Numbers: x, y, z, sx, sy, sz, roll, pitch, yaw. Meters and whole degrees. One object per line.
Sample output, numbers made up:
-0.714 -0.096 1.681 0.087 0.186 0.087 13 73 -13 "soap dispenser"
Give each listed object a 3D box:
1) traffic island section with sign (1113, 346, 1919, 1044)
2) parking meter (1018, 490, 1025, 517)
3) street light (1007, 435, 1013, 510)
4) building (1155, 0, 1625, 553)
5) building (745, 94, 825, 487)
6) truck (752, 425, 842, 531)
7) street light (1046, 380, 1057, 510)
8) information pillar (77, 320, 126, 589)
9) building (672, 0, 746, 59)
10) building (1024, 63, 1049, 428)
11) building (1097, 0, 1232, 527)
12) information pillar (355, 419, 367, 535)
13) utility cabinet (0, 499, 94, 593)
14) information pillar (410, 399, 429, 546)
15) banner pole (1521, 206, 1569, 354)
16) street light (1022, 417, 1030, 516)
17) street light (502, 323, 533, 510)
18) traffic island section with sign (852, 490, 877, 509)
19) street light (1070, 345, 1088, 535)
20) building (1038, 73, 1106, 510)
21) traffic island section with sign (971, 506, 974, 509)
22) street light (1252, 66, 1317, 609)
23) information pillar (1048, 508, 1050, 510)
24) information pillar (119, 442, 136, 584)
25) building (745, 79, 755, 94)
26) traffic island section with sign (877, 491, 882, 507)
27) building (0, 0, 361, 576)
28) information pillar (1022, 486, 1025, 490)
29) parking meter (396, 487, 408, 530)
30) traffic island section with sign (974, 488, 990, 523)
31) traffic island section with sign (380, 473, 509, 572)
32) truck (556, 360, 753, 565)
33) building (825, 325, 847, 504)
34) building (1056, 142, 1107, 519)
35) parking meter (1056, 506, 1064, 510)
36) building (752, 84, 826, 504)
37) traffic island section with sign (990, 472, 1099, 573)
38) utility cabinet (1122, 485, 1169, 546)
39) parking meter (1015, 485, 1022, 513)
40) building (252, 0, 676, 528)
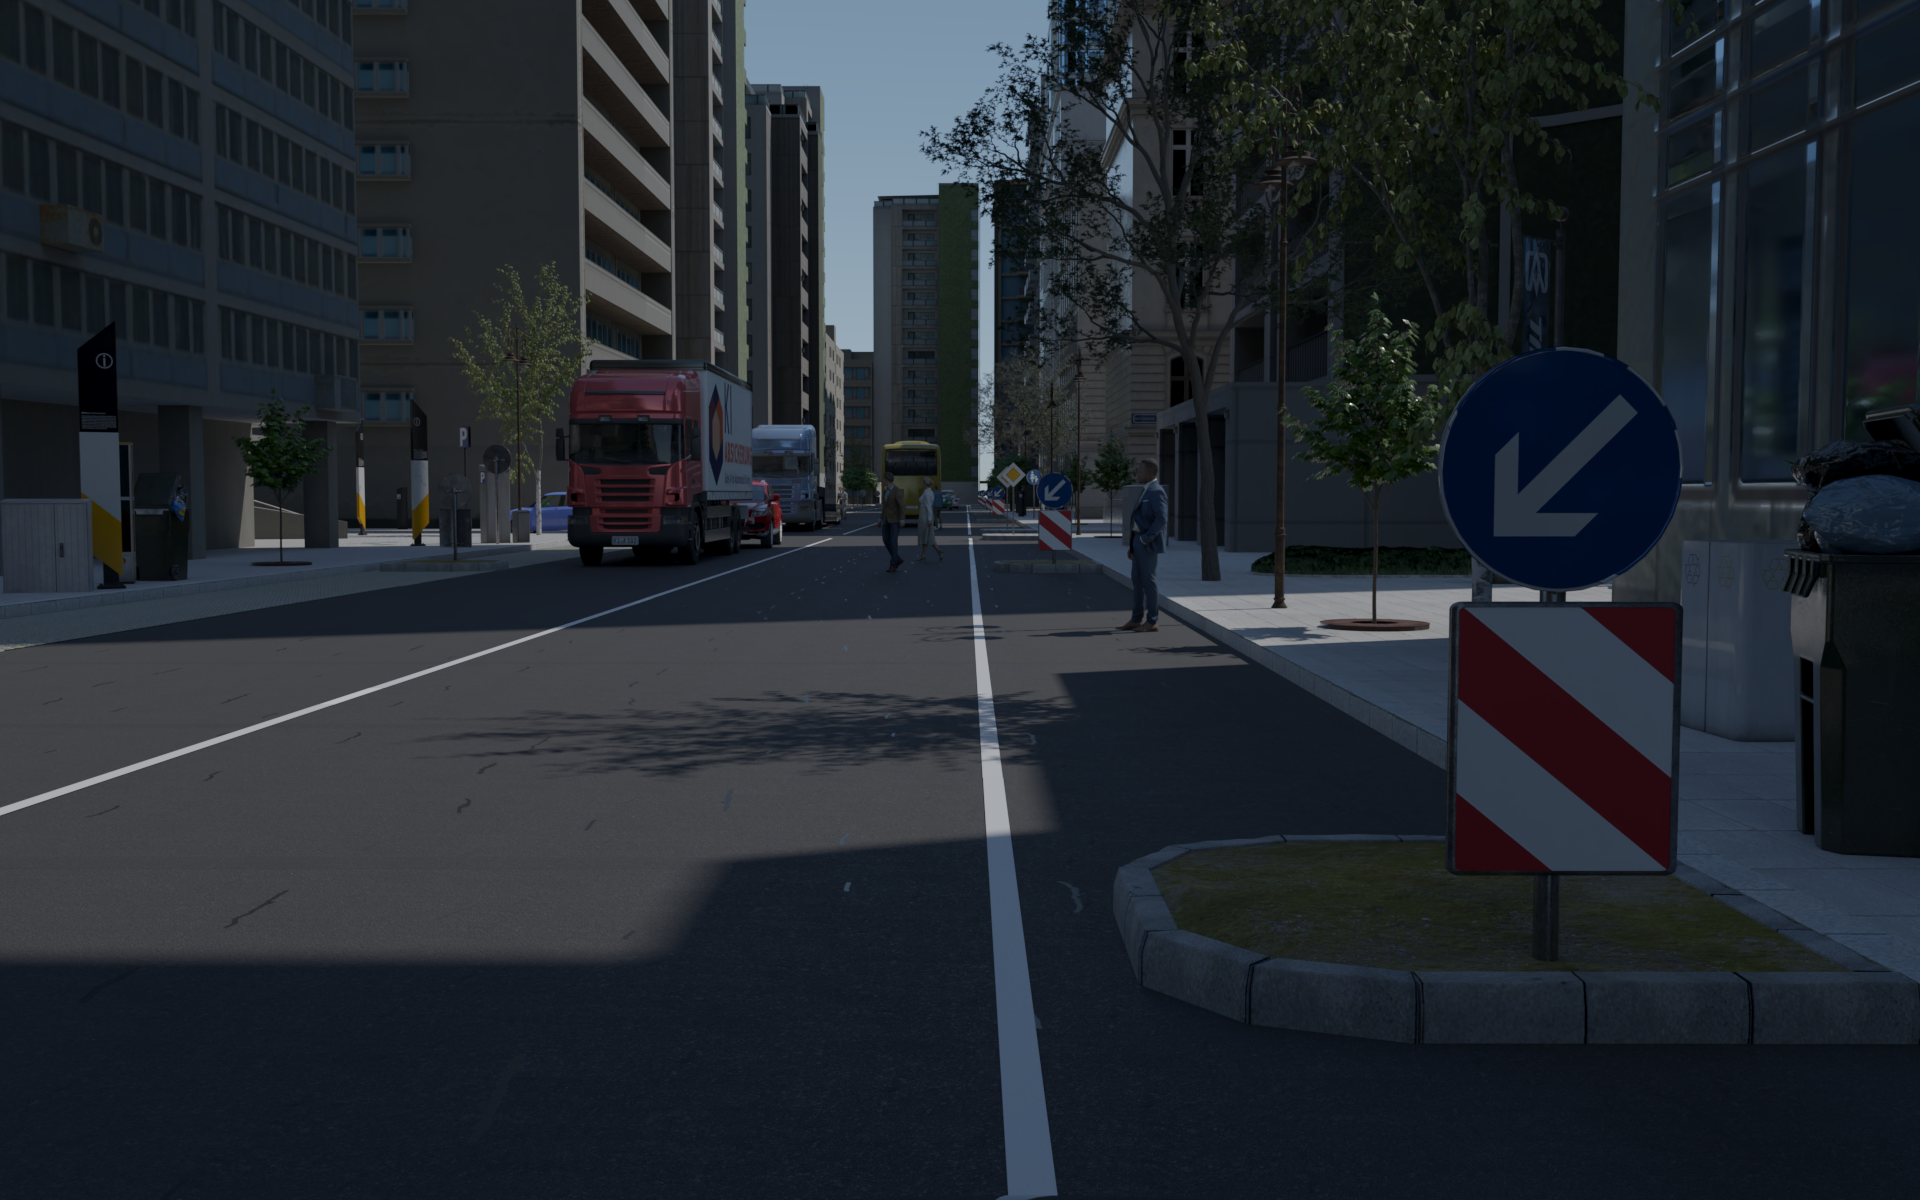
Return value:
1.518 0.194 5.456 1.989 1.847 2.006 0 4 0 "traffic island section with sign"
3.494 -5.512 98.538 0.372 1.533 0.369 0 3 0 "parking meter"
3.988 -10.020 136.617 0.468 5.910 1.993 0 4 0 "street light"
16.138 -36.823 40.316 20.563 71.187 20.611 0 4 0 "building"
-17.675 -21.835 128.711 14.160 30.474 14.107 0 4 0 "building"
-6.810 -5.106 73.246 2.967 4.110 18.799 0 4 0 "truck"
3.727 -5.975 70.474 0.468 5.910 1.993 0 4 0 "street light"
-11.557 -1.954 23.295 0.504 3.616 0.183 -2 4 -32 "information pillar"
-20.882 -25.831 105.933 14.154 41.232 14.086 0 4 0 "building"
18.681 -35.239 195.773 23.786 49.044 30.456 0 4 0 "building"
23.312 -15.340 69.889 34.723 24.649 14.460 0 4 0 "building"
-18.633 -3.821 53.820 0.183 3.616 0.504 0 4 0 "information pillar"
-11.903 -0.699 22.597 1.020 1.237 0.306 -1 4 -16 "utility cabinet"
-13.361 -3.145 42.784 0.183 3.616 0.504 2 4 30 "information pillar"
5.062 -1.530 15.030 0.863 3.779 0.401 -3 5 -42 "banner pole"
3.920 -7.997 103.546 0.468 5.910 1.993 0 4 0 "street light"
-11.938 -4.529 46.841 0.468 5.910 1.993 0 4 0 "street light"
-9.185 -9.529 164.434 1.989 1.847 2.006 0 4 0 "traffic island section with sign"
3.696 -4.959 53.875 0.468 5.910 1.993 0 4 0 "street light"
11.658 -21.094 122.376 11.434 29.767 29.804 0 4 0 "building"
1.910 -6.540 115.557 1.989 1.847 2.006 0 4 0 "traffic island section with sign"
3.589 -2.844 19.295 0.468 5.910 1.993 0 4 0 "street light"
4.108 -4.406 76.534 0.304 2.012 0.304 2 4 30 "information pillar"
-11.940 -1.235 24.680 0.304 2.012 0.304 -1 4 -21 "information pillar"
-29.925 -27.972 149.223 32.217 40.220 23.993 0 4 0 "building"
-9.084 -11.178 191.389 1.989 1.847 2.006 0 4 0 "traffic island section with sign"
-26.135 -20.966 34.671 23.993 40.220 32.217 0 4 0 "building"
4.828 -8.612 132.159 0.183 3.616 0.504 1 4 16 "information pillar"
-20.129 -3.308 62.495 0.372 1.533 0.369 0 3 0 "parking meter"
1.817 -4.837 87.719 1.989 1.847 2.006 0 4 0 "traffic island section with sign"
-9.639 -1.471 32.672 1.989 1.847 2.006 0 4 0 "traffic island section with sign"
-6.494 -3.031 38.466 2.839 4.237 11.283 0 3 0 "truck"
-28.760 -21.652 199.046 28.899 21.520 27.650 0 4 0 "building"
10.710 -15.216 97.933 9.793 20.994 18.267 0 4 0 "building"
3.981 -3.714 69.127 0.372 1.533 0.369 0 3 0 "parking meter"
-20.669 -29.664 168.593 14.154 41.232 14.086 0 4 0 "building"
1.627 -1.455 32.411 1.989 1.847 2.006 0 4 0 "traffic island section with sign"
4.525 -2.059 42.342 1.173 1.500 0.318 3 5 40 "utility cabinet"
3.958 -6.791 116.741 0.399 1.863 0.255 -2 4 -35 "parking meter"
-24.652 -27.516 73.594 21.300 48.544 21.600 0 4 0 "building"
